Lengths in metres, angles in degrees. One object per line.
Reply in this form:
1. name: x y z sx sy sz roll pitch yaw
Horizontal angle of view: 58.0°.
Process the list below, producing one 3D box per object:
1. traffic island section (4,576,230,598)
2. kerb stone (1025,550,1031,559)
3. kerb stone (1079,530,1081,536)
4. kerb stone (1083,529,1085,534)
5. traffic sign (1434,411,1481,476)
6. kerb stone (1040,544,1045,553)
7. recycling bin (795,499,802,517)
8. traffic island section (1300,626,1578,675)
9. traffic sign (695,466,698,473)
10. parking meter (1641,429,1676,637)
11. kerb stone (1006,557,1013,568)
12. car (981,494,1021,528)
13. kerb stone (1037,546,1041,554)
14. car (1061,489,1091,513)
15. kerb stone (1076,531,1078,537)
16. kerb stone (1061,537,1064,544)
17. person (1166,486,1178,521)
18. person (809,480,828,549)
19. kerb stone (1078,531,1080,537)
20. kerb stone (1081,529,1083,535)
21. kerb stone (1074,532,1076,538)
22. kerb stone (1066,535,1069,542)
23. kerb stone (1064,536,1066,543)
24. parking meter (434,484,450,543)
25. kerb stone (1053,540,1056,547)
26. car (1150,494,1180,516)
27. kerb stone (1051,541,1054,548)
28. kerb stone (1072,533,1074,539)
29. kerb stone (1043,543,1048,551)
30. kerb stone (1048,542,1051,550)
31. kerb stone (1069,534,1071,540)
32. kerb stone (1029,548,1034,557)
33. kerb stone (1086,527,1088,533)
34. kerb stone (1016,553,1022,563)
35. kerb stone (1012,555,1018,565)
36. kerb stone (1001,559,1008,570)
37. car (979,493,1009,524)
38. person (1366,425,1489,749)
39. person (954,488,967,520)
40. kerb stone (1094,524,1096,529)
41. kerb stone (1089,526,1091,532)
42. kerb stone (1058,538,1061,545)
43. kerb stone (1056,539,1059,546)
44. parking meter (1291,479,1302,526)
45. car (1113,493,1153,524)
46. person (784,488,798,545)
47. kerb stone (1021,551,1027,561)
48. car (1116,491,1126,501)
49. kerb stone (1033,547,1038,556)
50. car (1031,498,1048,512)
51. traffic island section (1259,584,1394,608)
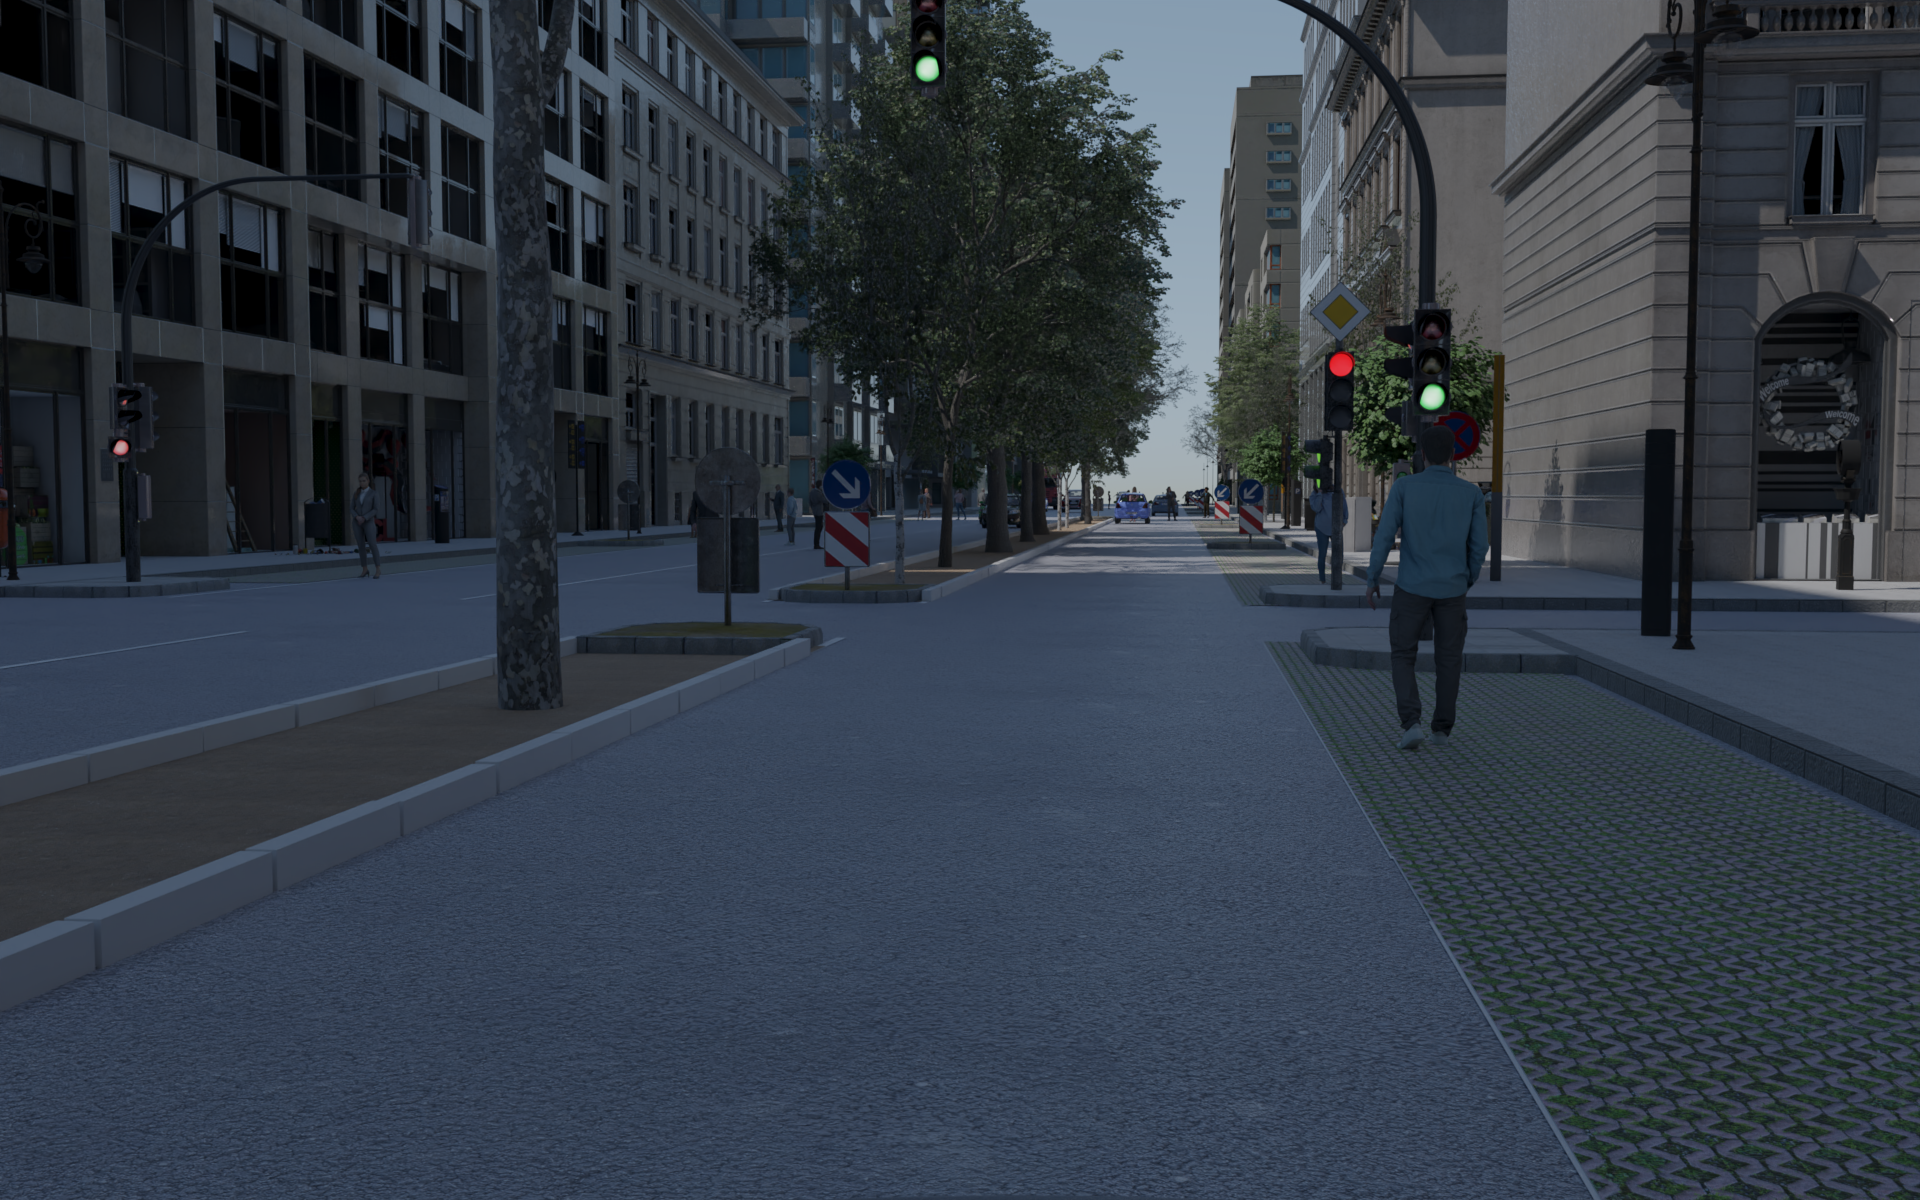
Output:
1. traffic island section: -12.099 -0.186 25.315 2.009 0.180 2.903 0 4 7
2. kerb stone: 1.384 -0.953 37.792 0.120 0.150 1.000 0 4 7
3. kerb stone: 3.903 -2.199 58.147 0.120 0.150 1.000 0 4 7
4. kerb stone: 4.159 -2.322 60.181 0.120 0.150 1.000 0 4 7
5. traffic sign: 7.606 -1.626 26.693 0.768 2.556 0.104 1 4 14
6. kerb stone: 1.885 -1.195 41.870 0.120 0.150 1.000 0 4 7
7. recycling bin: -9.391 -5.220 97.907 0.722 1.027 0.722 2 4 25
8. traffic island section: 4.079 0.429 15.266 2.009 0.180 2.903 0 4 7
9. traffic sign: -9.327 -3.717 62.901 0.606 2.300 0.079 1 4 15
10. parking meter: 6.347 -0.614 15.745 0.255 1.863 0.399 1 4 21
11. kerb stone: 0.876 -0.704 33.707 0.120 0.150 1.000 0 4 7
12. car: 1.963 -3.920 73.876 2.009 1.686 4.222 1 4 9
13. kerb stone: 1.764 -1.139 40.854 0.120 0.150 1.000 0 4 7
14. car: 9.110 -7.746 135.318 2.281 1.827 5.304 1 4 9
15. kerb stone: 3.659 -2.070 56.111 0.120 0.150 1.000 0 4 7
16. kerb stone: 2.782 -1.639 48.986 0.120 0.150 1.000 0 4 7
17. person: 11.414 -5.203 93.374 0.655 1.846 0.447 0 4 2
18. person: -3.668 -2.226 45.074 0.473 1.802 0.592 -1 4 -13
19. kerb stone: 3.781 -2.134 57.132 0.120 0.150 1.000 0 4 7
20. kerb stone: 4.035 -2.261 59.160 0.120 0.150 1.000 0 4 7
21. kerb stone: 3.536 -2.012 55.097 0.120 0.150 1.000 0 4 7
22. kerb stone: 3.037 -1.763 51.019 0.120 0.150 1.000 0 4 7
23. kerb stone: 2.904 -1.701 50.003 0.120 0.150 1.000 0 4 7
24. parking meter: -13.496 -2.244 45.100 0.372 1.533 0.369 0 3 0
25. kerb stone: 2.389 -1.452 45.938 0.120 0.150 1.000 0 4 7
26. car: 13.456 -6.227 113.822 2.014 1.417 4.499 0 4 6
27. kerb stone: 2.276 -1.390 44.922 0.120 0.150 1.000 0 4 7
28. kerb stone: 3.407 -1.950 54.077 0.120 0.150 1.000 0 4 7
29. kerb stone: 2.015 -1.266 42.889 0.120 0.150 1.000 0 4 7
30. kerb stone: 2.136 -1.328 43.906 0.120 0.150 1.000 0 4 7
31. kerb stone: 3.157 -1.825 52.034 0.120 0.150 1.000 0 4 7
32. kerb stone: 1.509 -1.017 38.816 0.120 0.150 1.000 0 4 7
33. kerb stone: 4.414 -2.448 62.212 0.120 0.150 1.000 0 4 7
34. kerb stone: 1.133 -0.824 35.752 0.120 0.150 1.000 0 4 7
35. kerb stone: 1.004 -0.765 34.733 0.120 0.150 1.000 0 4 7
36. kerb stone: 0.748 -0.642 32.685 0.120 0.150 1.000 0 4 7
37. car: 1.976 -4.590 83.847 1.959 1.807 4.718 0 4 7
38. person: 2.643 -0.077 9.776 0.660 1.820 0.620 0 4 3
39. person: 0.050 -5.311 95.932 0.593 1.750 0.643 -3 5 -41
40. kerb stone: 5.168 -2.817 68.303 0.120 0.150 1.000 0 4 7
41. kerb stone: 4.675 -2.571 64.239 0.120 0.150 1.000 0 4 7
42. kerb stone: 2.648 -1.577 47.973 0.120 0.150 1.000 0 4 7
43. kerb stone: 2.523 -1.515 46.959 0.120 0.150 1.000 0 4 7
44. parking meter: 13.447 -3.883 69.201 0.399 1.863 0.255 -1 4 -12
45. car: 8.462 -4.599 84.785 1.945 1.707 3.694 0 4 7
46. person: -4.736 -2.338 48.543 0.330 1.601 0.589 1 4 19
47. kerb stone: 1.260 -0.892 36.775 0.120 0.150 1.000 0 4 7
48. car: 22.212 -13.808 234.439 2.281 1.827 5.304 0 4 6
49. kerb stone: 1.635 -1.079 39.839 0.120 0.150 1.000 0 4 7
50. car: 6.045 -7.882 138.464 1.945 1.707 3.694 1 4 9
51. traffic island section: 5.061 -0.056 23.191 2.009 0.180 2.903 0 4 7
